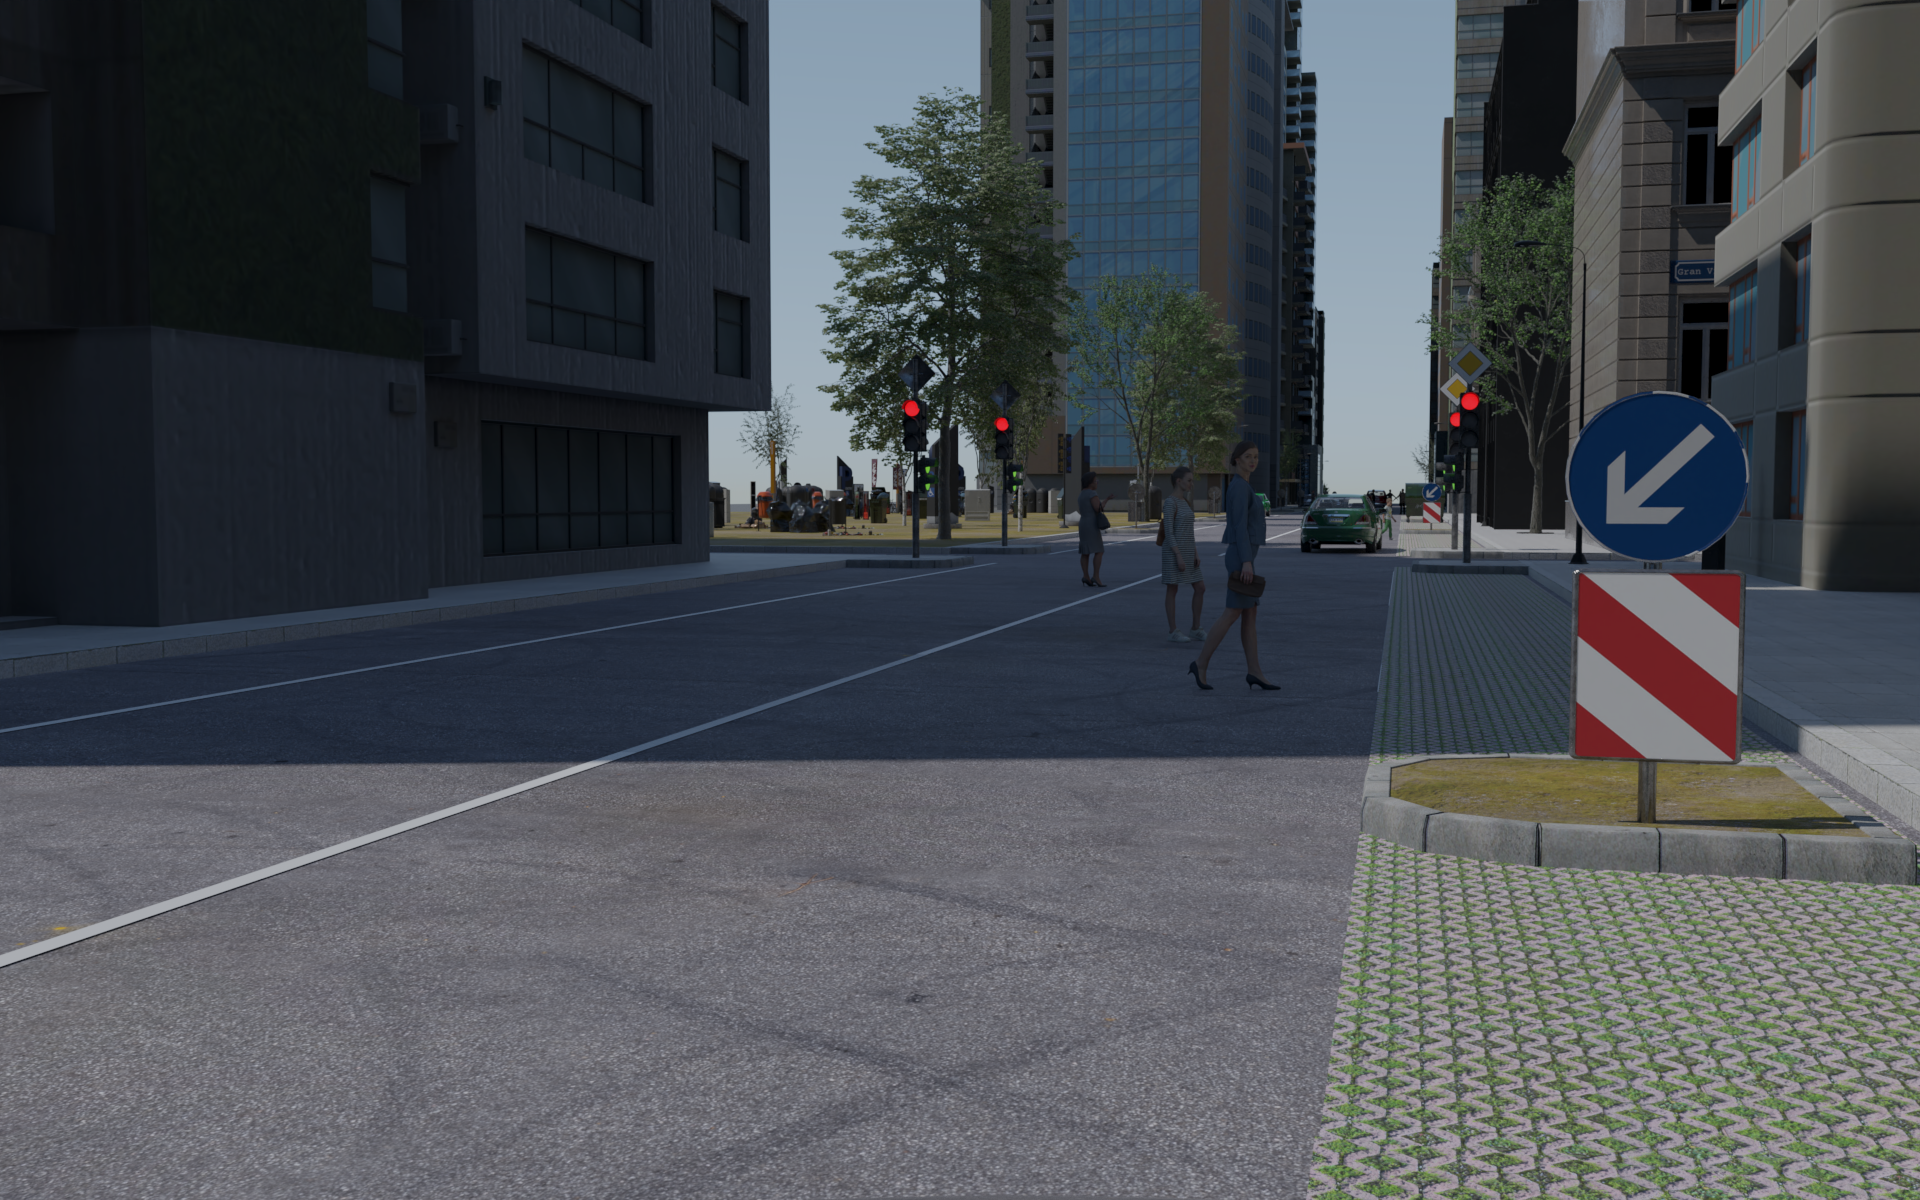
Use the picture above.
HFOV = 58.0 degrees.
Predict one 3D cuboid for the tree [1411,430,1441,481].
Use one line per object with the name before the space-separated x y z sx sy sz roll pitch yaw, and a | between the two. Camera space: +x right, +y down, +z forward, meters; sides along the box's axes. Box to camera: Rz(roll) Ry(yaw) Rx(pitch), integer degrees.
tree | 52.701 -14.857 193.268 4.360 8.622 3.978 0 3 0

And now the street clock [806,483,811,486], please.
street clock | -10.227 -6.864 116.802 0.358 2.002 0.471 1 4 17

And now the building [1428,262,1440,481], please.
building | 65.454 -27.083 214.506 14.160 30.474 14.107 1 4 14

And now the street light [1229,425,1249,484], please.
street light | 18.743 -8.828 116.886 1.470 5.913 1.316 1 4 14

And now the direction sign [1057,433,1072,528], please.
direction sign | 3.921 -4.467 65.035 0.379 3.537 0.876 3 4 38

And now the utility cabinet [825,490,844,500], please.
utility cabinet | -6.469 -4.949 89.597 0.318 1.500 1.173 2 4 34

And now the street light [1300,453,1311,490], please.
street light | 39.353 -13.756 197.445 1.470 5.913 1.316 1 4 14

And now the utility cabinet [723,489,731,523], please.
utility cabinet | -10.705 -4.149 76.515 1.173 1.500 0.318 2 4 28

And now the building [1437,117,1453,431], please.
building | 62.552 -33.627 199.914 14.600 45.320 14.200 1 4 14

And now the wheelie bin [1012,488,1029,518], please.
wheelie bin | 3.251 -5.150 92.107 0.693 1.594 0.980 3 5 39

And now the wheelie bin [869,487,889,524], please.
wheelie bin | -3.539 -4.134 75.492 0.980 1.594 0.693 1 4 22

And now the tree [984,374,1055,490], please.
tree | 3.564 -9.234 101.331 4.737 8.622 4.395 0 3 0

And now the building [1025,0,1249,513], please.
building | 13.150 -29.069 125.388 14.600 45.320 14.200 1 4 14

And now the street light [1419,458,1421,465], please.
street light | 60.281 -15.399 224.317 1.470 5.913 1.316 1 4 14

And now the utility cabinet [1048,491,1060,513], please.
utility cabinet | 6.376 -6.422 113.679 1.173 1.500 0.318 -2 4 -29

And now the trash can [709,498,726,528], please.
trash can | -9.149 -3.268 65.078 0.748 1.137 0.748 0 3 0

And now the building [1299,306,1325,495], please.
building | 48.001 -30.098 263.796 14.160 30.474 14.107 1 4 14

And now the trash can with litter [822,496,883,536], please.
trash can with litter | -3.374 -2.606 53.667 2.233 1.210 1.678 -1 4 -22

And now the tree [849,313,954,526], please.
tree | -2.335 -7.284 69.459 4.360 8.622 3.978 0 3 0

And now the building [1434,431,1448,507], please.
building | 58.010 -52.214 166.369 22.319 86.520 31.000 1 4 14

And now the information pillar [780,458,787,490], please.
information pillar | -11.402 -7.392 112.217 0.504 3.616 0.183 -3 4 -38

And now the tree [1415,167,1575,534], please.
tree | 18.567 -7.938 55.537 9.928 11.665 9.643 0 3 0

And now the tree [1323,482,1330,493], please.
tree | 56.948 -16.877 270.547 1.663 3.219 1.824 0 3 0

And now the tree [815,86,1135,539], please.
tree | -0.028 -7.991 48.781 7.486 12.596 7.792 0 3 0

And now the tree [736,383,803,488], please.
tree | -11.767 -9.707 109.074 4.360 8.622 3.978 0 3 0

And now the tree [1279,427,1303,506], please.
tree | 35.660 -14.638 189.688 4.737 8.622 4.395 0 3 0

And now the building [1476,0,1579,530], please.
building | 27.190 -14.571 67.916 12.332 23.373 15.834 1 4 14

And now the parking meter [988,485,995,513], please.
parking meter | 2.080 -6.724 115.653 0.399 1.863 0.255 -2 4 -24

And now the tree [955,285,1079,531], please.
tree | 2.076 -6.670 59.424 4.360 8.622 3.978 0 3 0

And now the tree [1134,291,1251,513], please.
tree | 12.768 -10.959 97.310 7.486 12.596 7.792 0 3 0

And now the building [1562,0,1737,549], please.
building | 27.869 -14.899 40.857 25.104 27.353 12.463 1 4 14

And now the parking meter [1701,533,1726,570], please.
parking meter | 11.841 -1.313 27.180 0.255 1.863 0.399 3 5 42

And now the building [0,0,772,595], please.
building | -11.331 -15.827 30.474 14.107 30.474 14.160 1 4 14

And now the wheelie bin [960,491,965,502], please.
wheelie bin | 0.377 -6.371 112.072 0.693 1.594 0.980 0 4 2

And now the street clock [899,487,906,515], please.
street clock | -3.622 -6.332 108.094 0.471 2.002 0.358 0 4 3

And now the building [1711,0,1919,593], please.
building | 23.383 -10.299 13.431 27.650 21.520 28.899 1 4 14

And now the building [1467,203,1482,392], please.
building | 34.679 -16.738 92.744 14.460 24.649 34.723 1 4 14

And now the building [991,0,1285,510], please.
building | 15.652 -36.954 146.195 21.231 58.520 28.212 1 4 14

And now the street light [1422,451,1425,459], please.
street light | 50.545 -13.062 186.102 1.470 5.913 1.316 1 4 14

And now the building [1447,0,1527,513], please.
building | 41.221 -26.671 119.673 14.154 41.232 14.086 1 4 14

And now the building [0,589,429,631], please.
building | -15.032 -14.909 15.456 14.160 30.474 14.107 1 4 14

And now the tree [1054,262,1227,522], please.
tree | 8.403 -9.388 79.251 9.928 11.665 9.643 0 3 0

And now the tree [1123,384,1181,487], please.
tree | 12.113 -9.714 109.185 4.360 8.622 3.978 0 3 0

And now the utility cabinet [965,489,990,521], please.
utility cabinet | 0.824 -4.470 81.769 1.173 1.500 0.318 0 4 7

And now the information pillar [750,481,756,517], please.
information pillar | -11.832 -5.783 99.047 0.304 2.012 0.304 -1 4 -11

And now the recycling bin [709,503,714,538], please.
recycling bin | -7.690 -2.366 51.237 0.722 1.027 0.722 -1 4 -17

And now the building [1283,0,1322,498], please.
building | 39.639 -56.778 240.985 22.319 86.520 31.000 1 4 14

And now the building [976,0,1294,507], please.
building | 18.087 -35.817 174.849 28.713 52.752 27.495 1 4 14

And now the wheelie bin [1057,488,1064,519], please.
wheelie bin | 5.394 -4.971 89.179 0.693 1.594 0.980 -1 4 -22

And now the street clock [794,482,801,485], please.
street clock | -9.883 -6.167 105.396 0.471 2.002 0.358 0 4 2

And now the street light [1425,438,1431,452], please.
street light | 39.208 -10.383 142.299 1.470 5.913 1.316 1 4 14

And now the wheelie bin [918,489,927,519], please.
wheelie bin | -1.937 -4.988 89.458 0.980 1.594 0.693 0 4 1

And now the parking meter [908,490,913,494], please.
parking meter | -2.933 -5.794 103.149 0.372 1.533 0.369 0 3 0

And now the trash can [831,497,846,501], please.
trash can | -5.947 -4.469 84.714 0.748 1.137 0.748 0 3 0

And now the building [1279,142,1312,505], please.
building | 31.530 -34.181 213.490 22.147 44.769 28.867 1 4 14
